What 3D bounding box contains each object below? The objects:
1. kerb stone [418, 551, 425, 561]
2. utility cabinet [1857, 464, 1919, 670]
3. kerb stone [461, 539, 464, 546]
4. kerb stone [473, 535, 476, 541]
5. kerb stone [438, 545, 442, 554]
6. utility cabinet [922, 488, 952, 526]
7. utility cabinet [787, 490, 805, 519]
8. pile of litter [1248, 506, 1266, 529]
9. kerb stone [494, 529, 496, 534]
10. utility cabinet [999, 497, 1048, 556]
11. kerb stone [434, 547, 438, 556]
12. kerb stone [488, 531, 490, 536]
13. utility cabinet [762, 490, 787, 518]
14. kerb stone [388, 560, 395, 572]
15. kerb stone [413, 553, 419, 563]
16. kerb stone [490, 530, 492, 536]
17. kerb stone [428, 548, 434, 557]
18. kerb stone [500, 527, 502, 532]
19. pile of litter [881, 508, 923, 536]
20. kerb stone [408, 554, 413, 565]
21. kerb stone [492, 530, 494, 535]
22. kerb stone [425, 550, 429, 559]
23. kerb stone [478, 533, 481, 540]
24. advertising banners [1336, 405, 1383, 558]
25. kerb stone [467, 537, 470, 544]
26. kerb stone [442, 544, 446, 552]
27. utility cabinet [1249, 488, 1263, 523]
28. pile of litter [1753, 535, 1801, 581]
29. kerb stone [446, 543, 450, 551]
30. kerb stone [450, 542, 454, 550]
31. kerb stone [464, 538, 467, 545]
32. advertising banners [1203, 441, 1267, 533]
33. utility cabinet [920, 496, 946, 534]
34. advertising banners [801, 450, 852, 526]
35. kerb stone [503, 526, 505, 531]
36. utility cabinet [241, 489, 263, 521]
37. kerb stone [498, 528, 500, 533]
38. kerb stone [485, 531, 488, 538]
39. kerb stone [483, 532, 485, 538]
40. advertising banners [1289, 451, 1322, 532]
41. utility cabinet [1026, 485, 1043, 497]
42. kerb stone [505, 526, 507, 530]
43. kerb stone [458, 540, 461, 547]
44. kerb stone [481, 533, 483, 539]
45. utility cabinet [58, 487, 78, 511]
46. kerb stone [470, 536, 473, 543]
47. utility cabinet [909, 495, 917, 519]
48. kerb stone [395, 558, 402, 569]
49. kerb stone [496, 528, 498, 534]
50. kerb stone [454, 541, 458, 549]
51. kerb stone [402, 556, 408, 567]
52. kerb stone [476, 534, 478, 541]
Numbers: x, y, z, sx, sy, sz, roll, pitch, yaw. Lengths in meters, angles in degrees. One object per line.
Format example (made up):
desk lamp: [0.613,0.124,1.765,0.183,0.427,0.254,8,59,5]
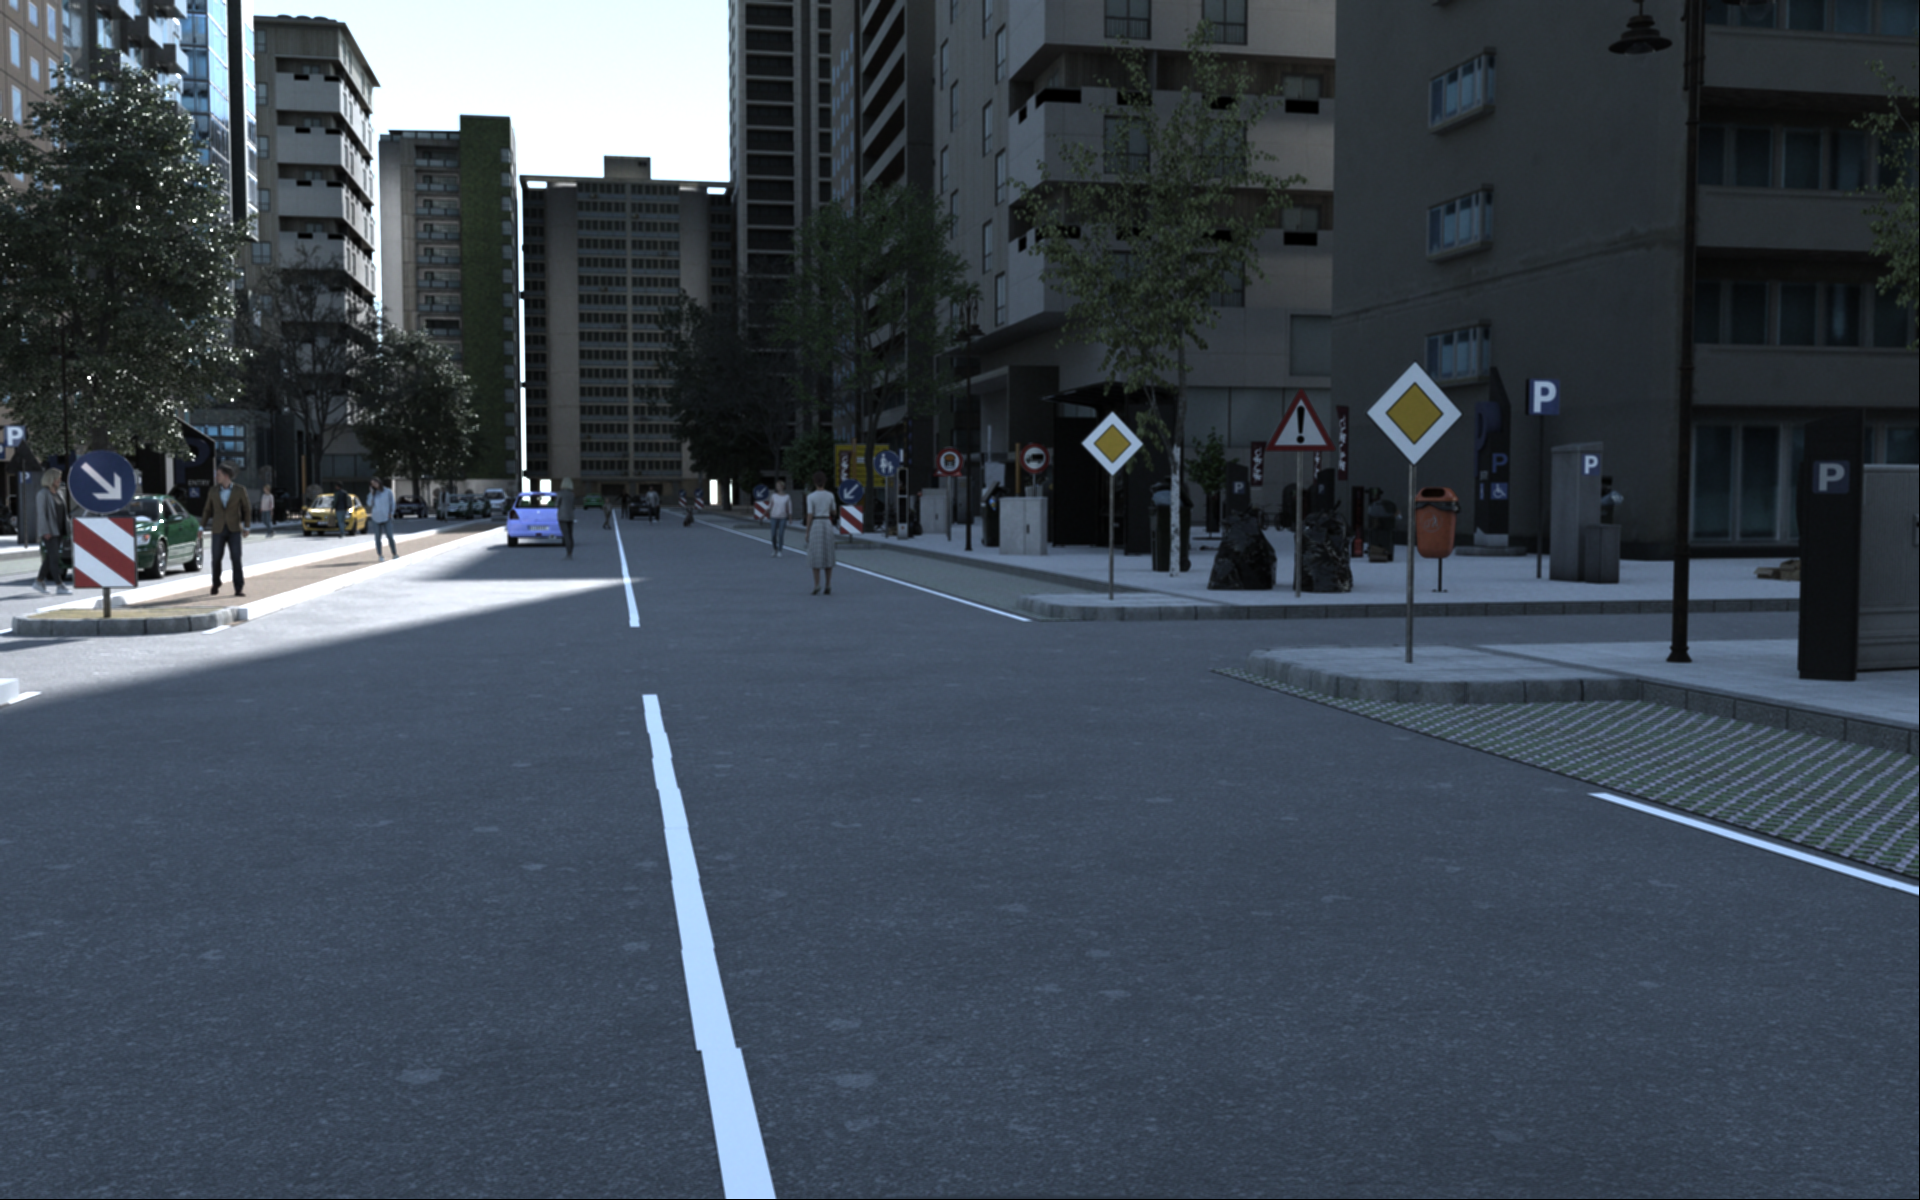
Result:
kerb stone: [-11.659,-0.915,37.161,0.120,0.150,1.000,-1,4,-11]
utility cabinet: [6.802,-0.244,12.673,1.173,1.500,0.318,-1,4,-22]
kerb stone: [-13.688,-1.530,47.215,0.120,0.150,1.000,-1,4,-11]
kerb stone: [-14.510,-1.776,51.243,0.120,0.150,1.000,-1,4,-11]
kerb stone: [-12.476,-1.159,41.168,0.120,0.150,1.000,-1,4,-11]
utility cabinet: [-0.912,-3.645,68.273,1.173,1.500,0.318,0,3,0]
utility cabinet: [-8.584,-4.953,89.656,1.173,1.500,0.318,-3,4,-36]
pile of litter: [10.675,-3.056,63.924,1.176,0.858,1.719,-1,4,-20]
kerb stone: [-16.336,-2.329,60.309,0.120,0.150,1.000,-1,4,-11]
utility cabinet: [1.328,-1.547,36.450,1.020,1.237,0.306,2,4,32]
kerb stone: [-12.268,-1.099,40.167,0.120,0.150,1.000,-1,4,-11]
kerb stone: [-15.724,-2.146,57.289,0.120,0.150,1.000,-1,4,-11]
utility cabinet: [-9.593,-4.893,88.673,1.173,1.500,0.318,1,4,9]
kerb stone: [-10.645,-0.607,32.126,0.120,0.150,1.000,-1,4,-11]
kerb stone: [-11.456,-0.854,36.159,0.120,0.150,1.000,-1,4,-11]
kerb stone: [-15.930,-2.208,58.293,0.120,0.150,1.000,-1,4,-11]
kerb stone: [-12.060,-1.038,39.166,0.120,0.150,1.000,-1,4,-11]
kerb stone: [-16.948,-2.516,63.325,0.120,0.150,1.000,-1,4,-11]
pile of litter: [-1.833,-2.432,53.730,1.176,0.858,1.719,3,5,43]
kerb stone: [-11.265,-0.790,35.154,0.120,0.150,1.000,-1,4,-11]
kerb stone: [-16.139,-2.269,59.296,0.120,0.150,1.000,-1,4,-11]
kerb stone: [-11.867,-0.977,38.162,0.120,0.150,1.000,-1,4,-11]
kerb stone: [-14.912,-1.900,53.257,0.120,0.150,1.000,-1,4,-11]
advertising banners: [8.060,-2.373,34.994,0.090,3.025,2.074,3,5,39]
kerb stone: [-14.099,-1.653,49.233,0.120,0.150,1.000,-1,4,-11]
kerb stone: [-12.679,-1.222,42.170,0.120,0.150,1.000,-1,4,-11]
utility cabinet: [10.897,-3.491,65.760,1.173,1.500,0.318,-1,4,-14]
pile of litter: [12.574,-0.739,26.041,1.176,0.858,1.719,2,4,33]
kerb stone: [-12.883,-1.283,43.172,0.120,0.150,1.000,-1,4,-11]
kerb stone: [-13.086,-1.345,44.190,0.120,0.150,1.000,-1,4,-11]
kerb stone: [-13.894,-1.588,48.217,0.120,0.150,1.000,-1,4,-11]
advertising banners: [9.161,-3.760,57.665,2.074,3.025,0.090,0,4,1]
utility cabinet: [-0.823,-2.750,56.124,1.020,1.237,0.306,3,4,36]
advertising banners: [-5.333,-4.468,69.235,2.074,3.025,0.090,0,4,4]
kerb stone: [-17.353,-2.639,65.335,0.120,0.150,1.000,-1,4,-11]
utility cabinet: [-33.655,-4.486,82.033,1.173,1.500,0.318,0,3,0]
kerb stone: [-16.742,-2.452,62.324,0.120,0.150,1.000,-1,4,-11]
kerb stone: [-15.526,-2.084,56.269,0.120,0.150,1.000,-1,4,-11]
kerb stone: [-15.325,-2.019,55.261,0.120,0.150,1.000,-1,4,-11]
advertising banners: [11.463,-3.744,57.398,0.090,3.025,2.074,-1,4,-17]
utility cabinet: [1.903,-2.206,44.744,0.318,1.500,1.173,0,4,-5]
kerb stone: [-17.551,-2.700,66.338,0.120,0.150,1.000,-1,4,-11]
kerb stone: [-13.495,-1.468,46.208,0.120,0.150,1.000,-1,4,-11]
kerb stone: [-15.114,-1.961,54.260,0.120,0.150,1.000,-1,4,-11]
utility cabinet: [-28.372,-2.870,55.609,0.318,1.500,1.173,2,4,31]
kerb stone: [-14.300,-1.715,50.235,0.120,0.150,1.000,-1,4,-11]
utility cabinet: [-2.204,-4.755,88.899,0.306,1.237,1.020,2,4,33]
kerb stone: [-10.848,-0.669,33.132,0.120,0.150,1.000,-1,4,-11]
kerb stone: [-16.548,-2.393,61.320,0.120,0.150,1.000,-1,4,-11]
kerb stone: [-13.287,-1.402,45.208,0.120,0.150,1.000,-1,4,-11]
kerb stone: [-11.049,-0.726,34.136,0.120,0.150,1.000,-1,4,-11]
kerb stone: [-14.719,-1.837,52.249,0.120,0.150,1.000,-1,4,-11]
